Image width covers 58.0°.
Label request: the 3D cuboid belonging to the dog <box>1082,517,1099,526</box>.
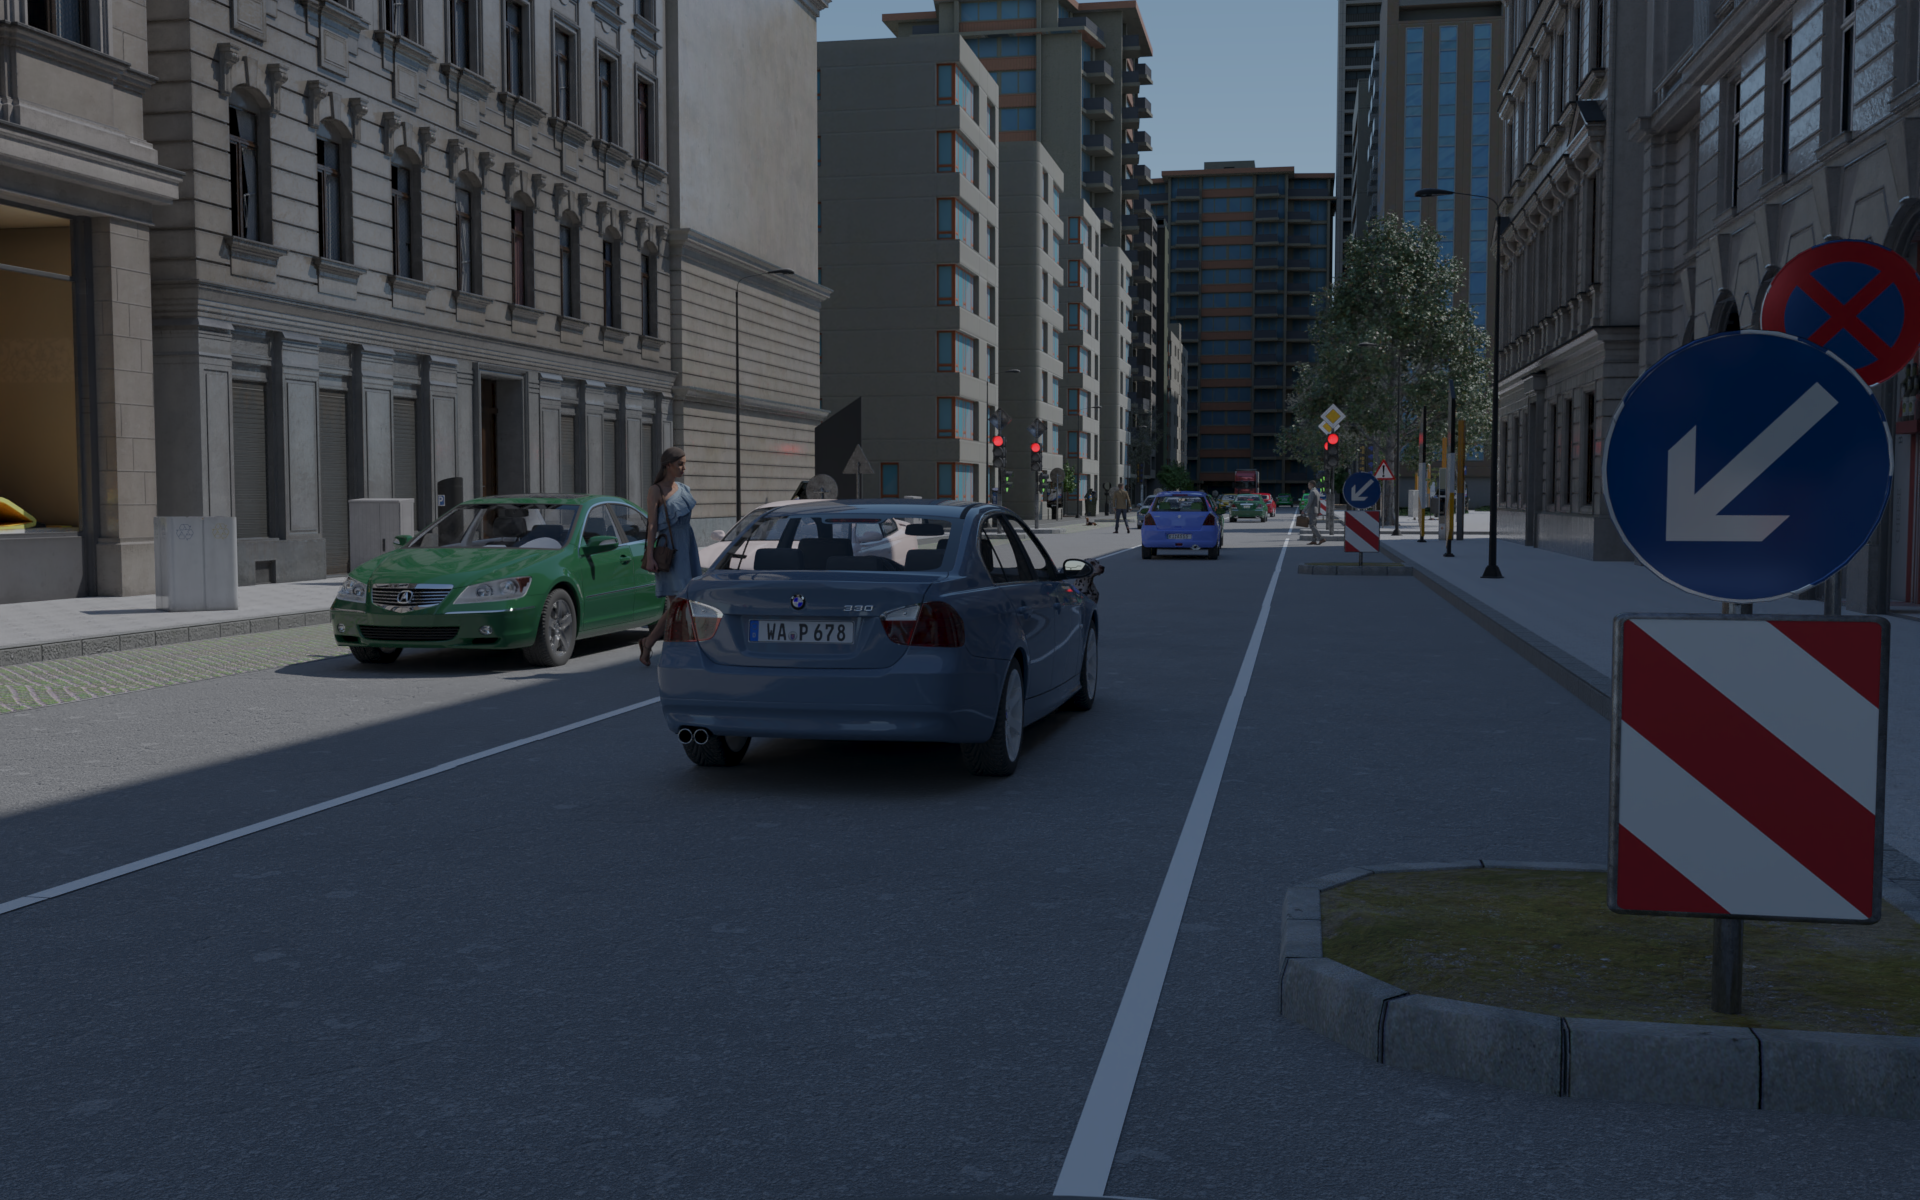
[{"bbox_3d":[5.862,-3.520,77.745,0.550,0.427,0.748,-2,4,-35],"label":"dog"}]

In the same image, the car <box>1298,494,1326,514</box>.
[{"bbox_3d":[25.300,-7.073,124.447,1.959,1.807,4.718,1,4,11],"label":"car"}]

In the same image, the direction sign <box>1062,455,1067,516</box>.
[{"bbox_3d":[6.005,-6.549,99.073,0.379,3.537,0.876,0,4,6],"label":"direction sign"}]

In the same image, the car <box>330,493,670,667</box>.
[{"bbox_3d":[-3.927,-0.257,15.994,2.131,1.459,4.920,1,4,11],"label":"car"}]

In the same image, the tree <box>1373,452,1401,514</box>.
[{"bbox_3d":[19.320,-5.184,79.353,1.663,3.219,1.824,0,3,0],"label":"tree"}]

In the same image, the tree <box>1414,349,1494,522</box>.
[{"bbox_3d":[22.947,-7.922,79.888,4.737,8.622,4.395,0,3,0],"label":"tree"}]

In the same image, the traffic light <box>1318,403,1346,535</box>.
[{"bbox_3d":[11.559,-3.971,53.843,0.839,4.253,0.868,1,4,11],"label":"traffic light"}]

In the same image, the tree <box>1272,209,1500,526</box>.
[{"bbox_3d":[17.512,-9.355,69.956,9.611,12.733,9.660,0,3,0],"label":"tree"}]

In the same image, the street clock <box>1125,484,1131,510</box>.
[{"bbox_3d":[12.064,-7.328,124.377,0.471,2.002,0.358,0,4,-1],"label":"street clock"}]

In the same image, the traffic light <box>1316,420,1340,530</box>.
[{"bbox_3d":[13.106,-4.450,61.677,0.839,4.253,0.868,1,4,11],"label":"traffic light"}]

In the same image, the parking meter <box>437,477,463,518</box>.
[{"bbox_3d":[-7.585,-1.064,25.807,0.372,1.533,0.369,0,3,0],"label":"parking meter"}]

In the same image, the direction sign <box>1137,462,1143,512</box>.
[{"bbox_3d":[12.872,-8.075,124.020,0.379,3.537,0.876,-1,4,-21],"label":"direction sign"}]

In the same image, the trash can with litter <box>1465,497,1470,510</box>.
[{"bbox_3d":[38.811,-7.424,132.766,0.624,1.170,1.055,1,4,8],"label":"trash can with litter"}]

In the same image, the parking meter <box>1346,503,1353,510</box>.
[{"bbox_3d":[25.766,-6.658,114.567,0.399,1.863,0.255,2,4,31],"label":"parking meter"}]

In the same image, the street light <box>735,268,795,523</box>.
[{"bbox_3d":[-4.090,-3.875,35.892,1.470,5.913,1.316,1,4,11],"label":"street light"}]

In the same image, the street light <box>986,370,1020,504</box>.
[{"bbox_3d":[1.552,-5.647,64.867,1.470,5.913,1.316,1,4,11],"label":"street light"}]

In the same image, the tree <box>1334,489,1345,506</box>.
[{"bbox_3d":[41.351,-11.840,188.189,1.663,3.219,1.824,0,3,0],"label":"tree"}]

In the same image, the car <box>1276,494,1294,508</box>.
[{"bbox_3d":[34.702,-10.778,185.020,1.959,1.807,4.718,1,4,12],"label":"car"}]

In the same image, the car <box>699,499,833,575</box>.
[{"bbox_3d":[-1.779,-0.503,20.587,2.083,1.381,4.827,1,4,13],"label":"car"}]

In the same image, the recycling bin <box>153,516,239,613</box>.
[{"bbox_3d":[-8.470,-0.406,19.199,0.722,1.027,0.722,-3,4,-36],"label":"recycling bin"}]

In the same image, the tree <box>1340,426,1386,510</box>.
[{"bbox_3d":[25.091,-9.630,107.813,4.360,8.622,3.978,0,3,0],"label":"tree"}]

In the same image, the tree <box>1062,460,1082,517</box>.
[{"bbox_3d":[6.077,-6.236,96.559,1.663,3.219,1.824,0,3,0],"label":"tree"}]

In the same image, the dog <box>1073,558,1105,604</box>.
[{"bbox_3d":[1.179,-0.005,16.918,0.513,0.831,0.800,1,4,8],"label":"dog"}]

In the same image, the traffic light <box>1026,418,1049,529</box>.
[{"bbox_3d":[2.839,-4.572,63.681,0.839,4.253,0.868,1,4,11],"label":"traffic light"}]

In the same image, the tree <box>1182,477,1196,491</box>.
[{"bbox_3d":[25.266,-11.908,189.289,1.663,3.219,1.824,0,3,0],"label":"tree"}]

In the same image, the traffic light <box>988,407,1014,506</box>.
[{"bbox_3d":[1.292,-4.093,55.846,0.839,4.253,0.868,1,4,11],"label":"traffic light"}]

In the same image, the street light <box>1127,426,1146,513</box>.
[{"bbox_3d":[12.014,-8.912,118.257,1.470,5.913,1.316,1,4,11],"label":"street light"}]

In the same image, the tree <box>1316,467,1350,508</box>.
[{"bbox_3d":[35.646,-11.135,165.769,4.285,4.588,4.351,0,3,0],"label":"tree"}]

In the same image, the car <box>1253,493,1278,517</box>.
[{"bbox_3d":[18.861,-6.098,108.746,2.155,1.783,4.494,1,4,13],"label":"car"}]

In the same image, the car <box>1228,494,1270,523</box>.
[{"bbox_3d":[14.791,-4.704,88.707,2.131,1.459,4.920,1,4,12],"label":"car"}]

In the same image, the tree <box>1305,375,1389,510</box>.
[{"bbox_3d":[30.884,-12.828,135.495,9.928,11.665,9.643,0,3,0],"label":"tree"}]

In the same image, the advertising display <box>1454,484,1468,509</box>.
[{"bbox_3d":[33.471,-6.770,115.897,0.974,1.923,0.123,2,4,34],"label":"advertising display"}]

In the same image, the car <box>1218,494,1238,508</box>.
[{"bbox_3d":[21.965,-7.965,140.447,2.015,1.641,3.980,1,4,12],"label":"car"}]

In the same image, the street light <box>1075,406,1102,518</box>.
[{"bbox_3d":[6.784,-7.280,91.562,1.470,5.913,1.316,1,4,11],"label":"street light"}]

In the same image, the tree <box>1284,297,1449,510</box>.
[{"bbox_3d":[23.512,-11.417,97.036,12.009,13.543,11.850,0,3,0],"label":"tree"}]

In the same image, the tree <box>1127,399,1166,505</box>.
[{"bbox_3d":[13.886,-11.245,134.223,4.360,8.622,3.978,0,3,0],"label":"tree"}]

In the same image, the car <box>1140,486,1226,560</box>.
[{"bbox_3d":[5.031,-1.812,39.220,1.945,1.707,3.694,1,4,9],"label":"car"}]

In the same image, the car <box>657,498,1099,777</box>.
[{"bbox_3d":[-0.284,0.110,10.208,2.014,1.417,4.499,1,4,13],"label":"car"}]

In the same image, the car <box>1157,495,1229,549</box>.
[{"bbox_3d":[6.181,-2.137,46.743,2.131,1.459,4.920,1,4,10],"label":"car"}]

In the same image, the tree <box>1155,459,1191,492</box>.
[{"bbox_3d":[19.787,-10.815,160.538,4.285,4.588,4.351,0,3,0],"label":"tree"}]

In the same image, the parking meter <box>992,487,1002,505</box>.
[{"bbox_3d":[1.417,-3.558,66.584,0.372,1.533,0.369,0,3,0],"label":"parking meter"}]

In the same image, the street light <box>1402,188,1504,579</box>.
[{"bbox_3d":[7.600,-3.293,26.386,1.470,5.913,1.316,1,4,11],"label":"street light"}]

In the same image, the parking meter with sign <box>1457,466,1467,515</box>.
[{"bbox_3d":[30.921,-6.766,106.891,0.543,3.016,1.738,1,4,18],"label":"parking meter with sign"}]

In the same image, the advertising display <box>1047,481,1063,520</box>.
[{"bbox_3d":[4.761,-4.994,86.869,0.974,1.923,0.123,3,5,42],"label":"advertising display"}]

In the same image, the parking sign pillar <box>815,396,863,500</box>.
[{"bbox_3d":[-3.346,-3.627,47.767,1.447,3.967,1.447,0,4,0],"label":"parking sign pillar"}]

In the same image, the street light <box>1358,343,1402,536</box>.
[{"bbox_3d":[12.903,-4.933,53.199,1.470,5.913,1.316,1,4,11],"label":"street light"}]

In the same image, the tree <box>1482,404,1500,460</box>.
[{"bbox_3d":[36.323,-10.150,116.319,4.360,8.622,3.978,0,3,0],"label":"tree"}]

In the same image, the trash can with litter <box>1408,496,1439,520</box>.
[{"bbox_3d":[22.875,-4.512,84.832,2.233,1.210,1.678,0,4,-7],"label":"trash can with litter"}]

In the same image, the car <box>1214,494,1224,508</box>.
[{"bbox_3d":[24.470,-9.019,159.256,2.131,1.459,4.920,1,4,12],"label":"car"}]

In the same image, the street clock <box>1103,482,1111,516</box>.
[{"bbox_3d":[8.678,-5.981,102.362,0.471,2.002,0.358,-2,4,-24],"label":"street clock"}]

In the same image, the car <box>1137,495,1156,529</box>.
[{"bbox_3d":[8.414,-3.675,72.090,2.014,1.417,4.499,1,4,12],"label":"car"}]

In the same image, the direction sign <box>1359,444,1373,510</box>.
[{"bbox_3d":[18.238,-5.251,77.855,0.876,3.537,0.379,-2,4,-33],"label":"direction sign"}]
